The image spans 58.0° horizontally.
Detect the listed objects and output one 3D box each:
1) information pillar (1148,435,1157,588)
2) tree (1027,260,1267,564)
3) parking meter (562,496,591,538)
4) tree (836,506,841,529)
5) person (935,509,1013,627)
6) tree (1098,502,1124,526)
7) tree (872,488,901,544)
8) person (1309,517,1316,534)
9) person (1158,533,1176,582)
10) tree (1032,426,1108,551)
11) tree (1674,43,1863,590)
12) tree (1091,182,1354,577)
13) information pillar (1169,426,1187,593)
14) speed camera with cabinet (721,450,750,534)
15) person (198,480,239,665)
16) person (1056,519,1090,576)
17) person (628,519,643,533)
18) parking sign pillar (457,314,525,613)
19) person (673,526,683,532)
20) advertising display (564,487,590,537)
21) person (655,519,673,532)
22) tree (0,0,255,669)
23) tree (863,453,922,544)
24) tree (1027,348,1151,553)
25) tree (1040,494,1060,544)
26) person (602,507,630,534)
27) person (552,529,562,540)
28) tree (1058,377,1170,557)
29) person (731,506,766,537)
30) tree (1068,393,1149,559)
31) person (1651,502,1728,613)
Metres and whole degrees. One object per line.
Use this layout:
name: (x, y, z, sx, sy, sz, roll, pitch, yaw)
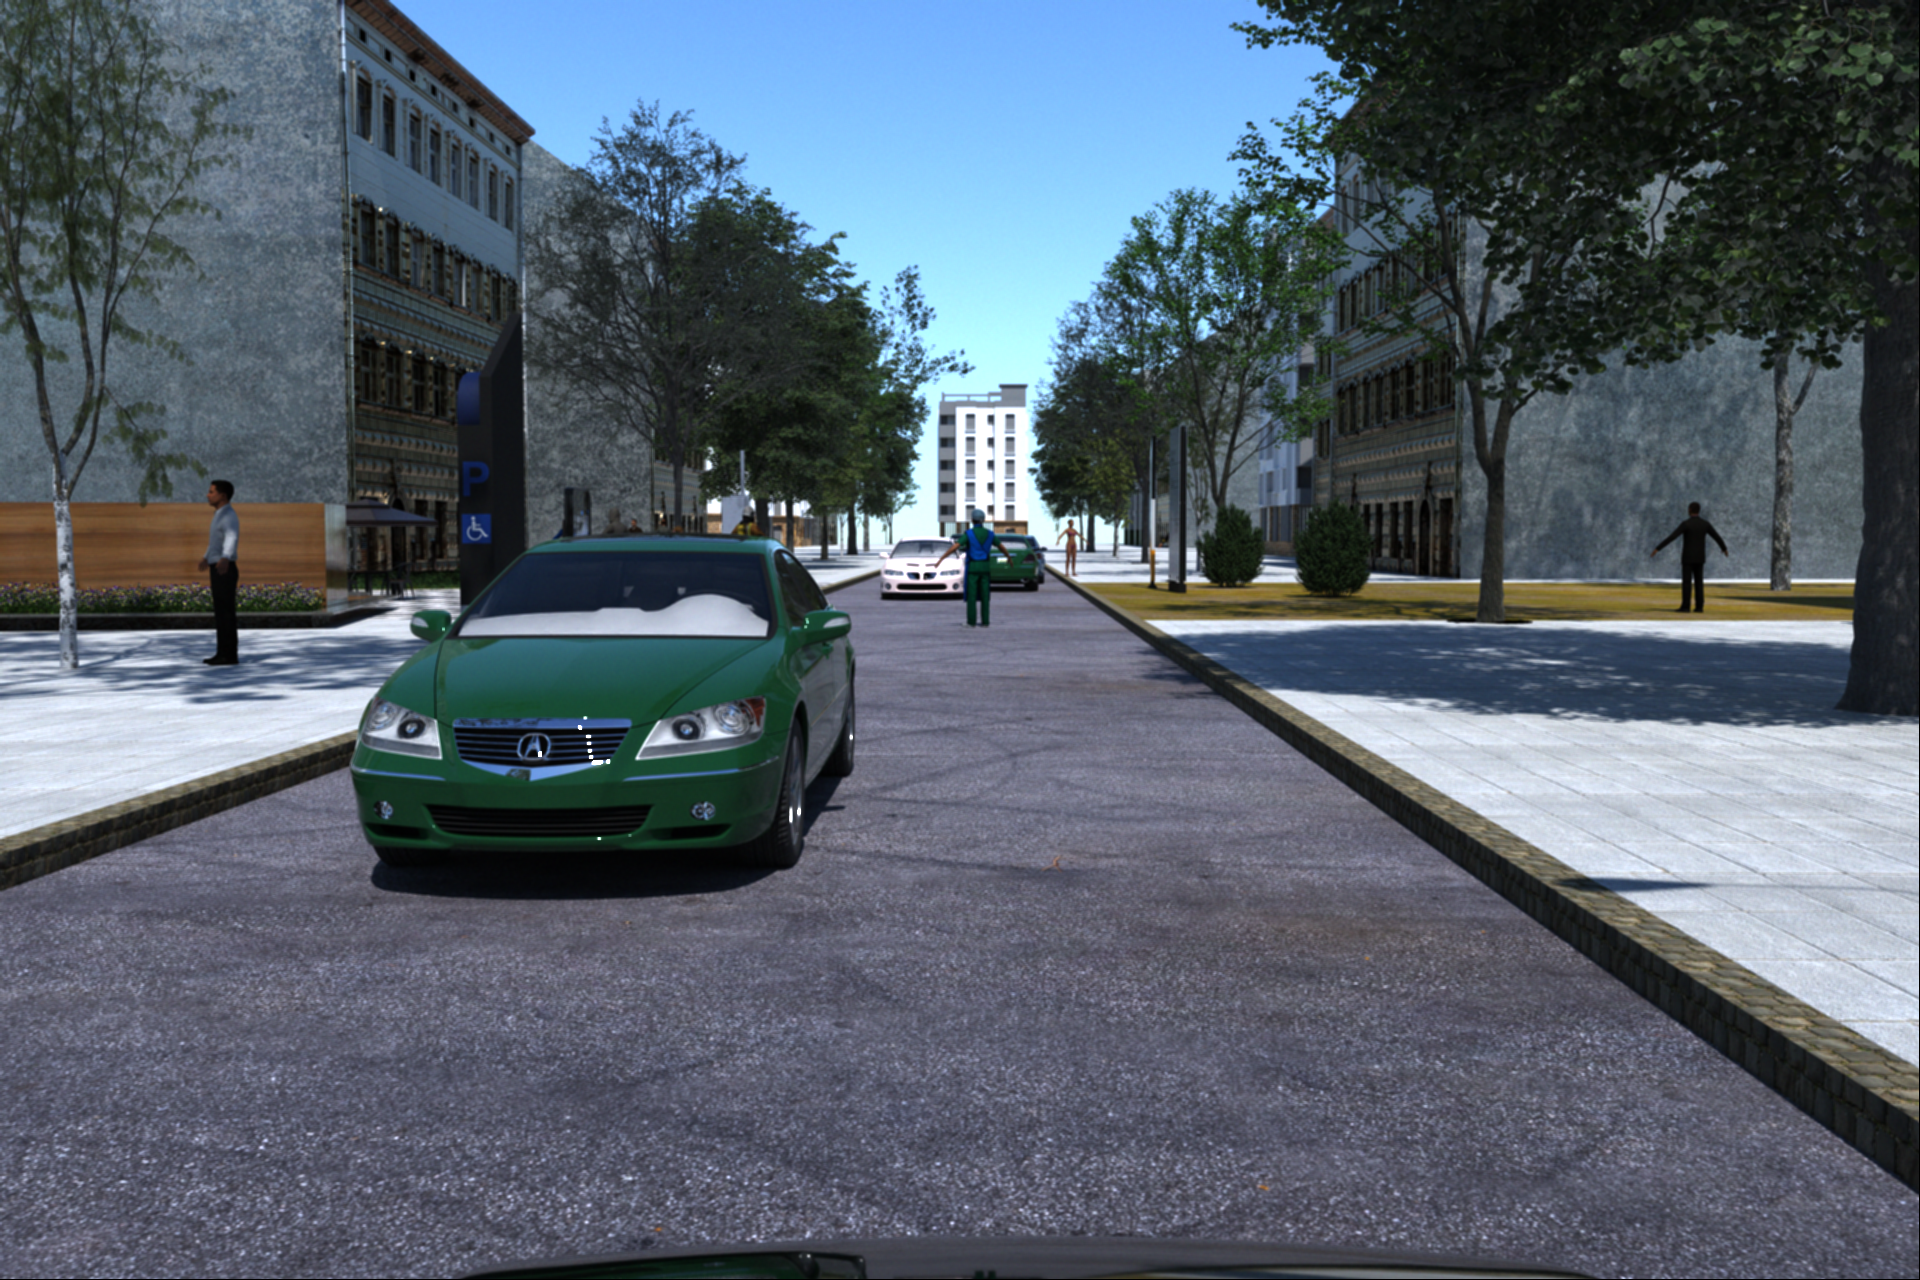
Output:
information pillar: (4.580, -3.048, 41.183, 0.183, 3.616, 0.504, 0, 4, 1)
tree: (8.013, -10.061, 74.875, 12.009, 13.543, 11.850, 0, 3, 0)
parking meter: (-5.864, -1.274, 26.534, 0.399, 1.863, 0.255, 0, 4, 3)
tree: (-16.322, -16.753, 224.277, 4.737, 8.622, 4.395, 0, 3, 0)
person: (0.257, -1.107, 26.689, 1.347, 1.817, 0.704, -2, 4, -27)
tree: (21.208, -18.923, 216.042, 9.857, 13.997, 8.962, 0, 3, 0)
tree: (-9.805, -16.752, 224.256, 4.737, 8.622, 4.395, 0, 3, 0)
person: (11.064, -2.936, 53.866, 0.705, 1.847, 1.347, 3, 5, 41)
person: (5.746, -2.478, 46.456, 0.705, 1.837, 1.347, 3, 4, 37)
tree: (8.949, -12.035, 131.179, 7.601, 10.594, 8.767, -1, 4, -22)
tree: (17.669, -11.129, 37.844, 12.611, 20.169, 13.585, 0, 3, 0)
tree: (7.735, -7.690, 51.480, 9.928, 11.665, 9.643, 0, 3, 0)
information pillar: (4.814, -2.872, 38.278, 0.184, 3.620, 1.656, 0, 4, -1)
speed camera with cabinet: (-5.319, -2.893, 41.630, 0.660, 3.252, 2.038, 0, 4, 0)
person: (-7.284, -0.666, 17.052, 0.704, 1.810, 1.344, -2, 4, -31)
person: (3.434, -2.818, 52.870, 1.217, 1.733, 0.721, -2, 4, -31)
person: (-11.601, -3.394, 61.628, 1.346, 1.812, 0.704, 1, 4, 17)
parking sign pillar: (-5.573, -1.967, 20.630, 1.447, 3.967, 1.447, 0, 4, 2)
person: (-5.256, -1.437, 32.759, 0.599, 1.433, 0.991, -3, 5, -40)
advertising display: (-5.376, -1.172, 24.375, 0.123, 1.923, 0.974, 0, 4, 2)
person: (-10.344, -3.317, 60.509, 1.348, 1.796, 0.705, -1, 4, -8)
tree: (-8.450, -4.042, 16.454, 4.360, 8.622, 3.978, 0, 3, 0)
tree: (-8.826, -17.781, 216.473, 9.928, 11.665, 9.643, 0, 3, 0)
tree: (8.898, -12.956, 118.492, 9.857, 13.997, 8.962, 0, 3, 0)
tree: (12.632, -16.413, 218.712, 4.360, 8.622, 3.978, 0, 3, 0)
person: (-6.932, -1.748, 34.702, 0.705, 1.813, 1.348, 2, 4, 31)
person: (-10.591, -2.517, 47.117, 1.349, 1.833, 0.705, -3, 5, -40)
tree: (9.146, -10.017, 98.194, 7.601, 10.594, 8.767, -1, 4, -23)
person: (-4.296, -1.810, 35.366, 1.354, 1.858, 0.705, 2, 4, 34)
tree: (7.875, -8.440, 88.350, 4.737, 8.622, 4.395, 0, 3, 0)
person: (11.991, -1.354, 28.366, 1.346, 1.802, 0.704, -1, 4, -8)
